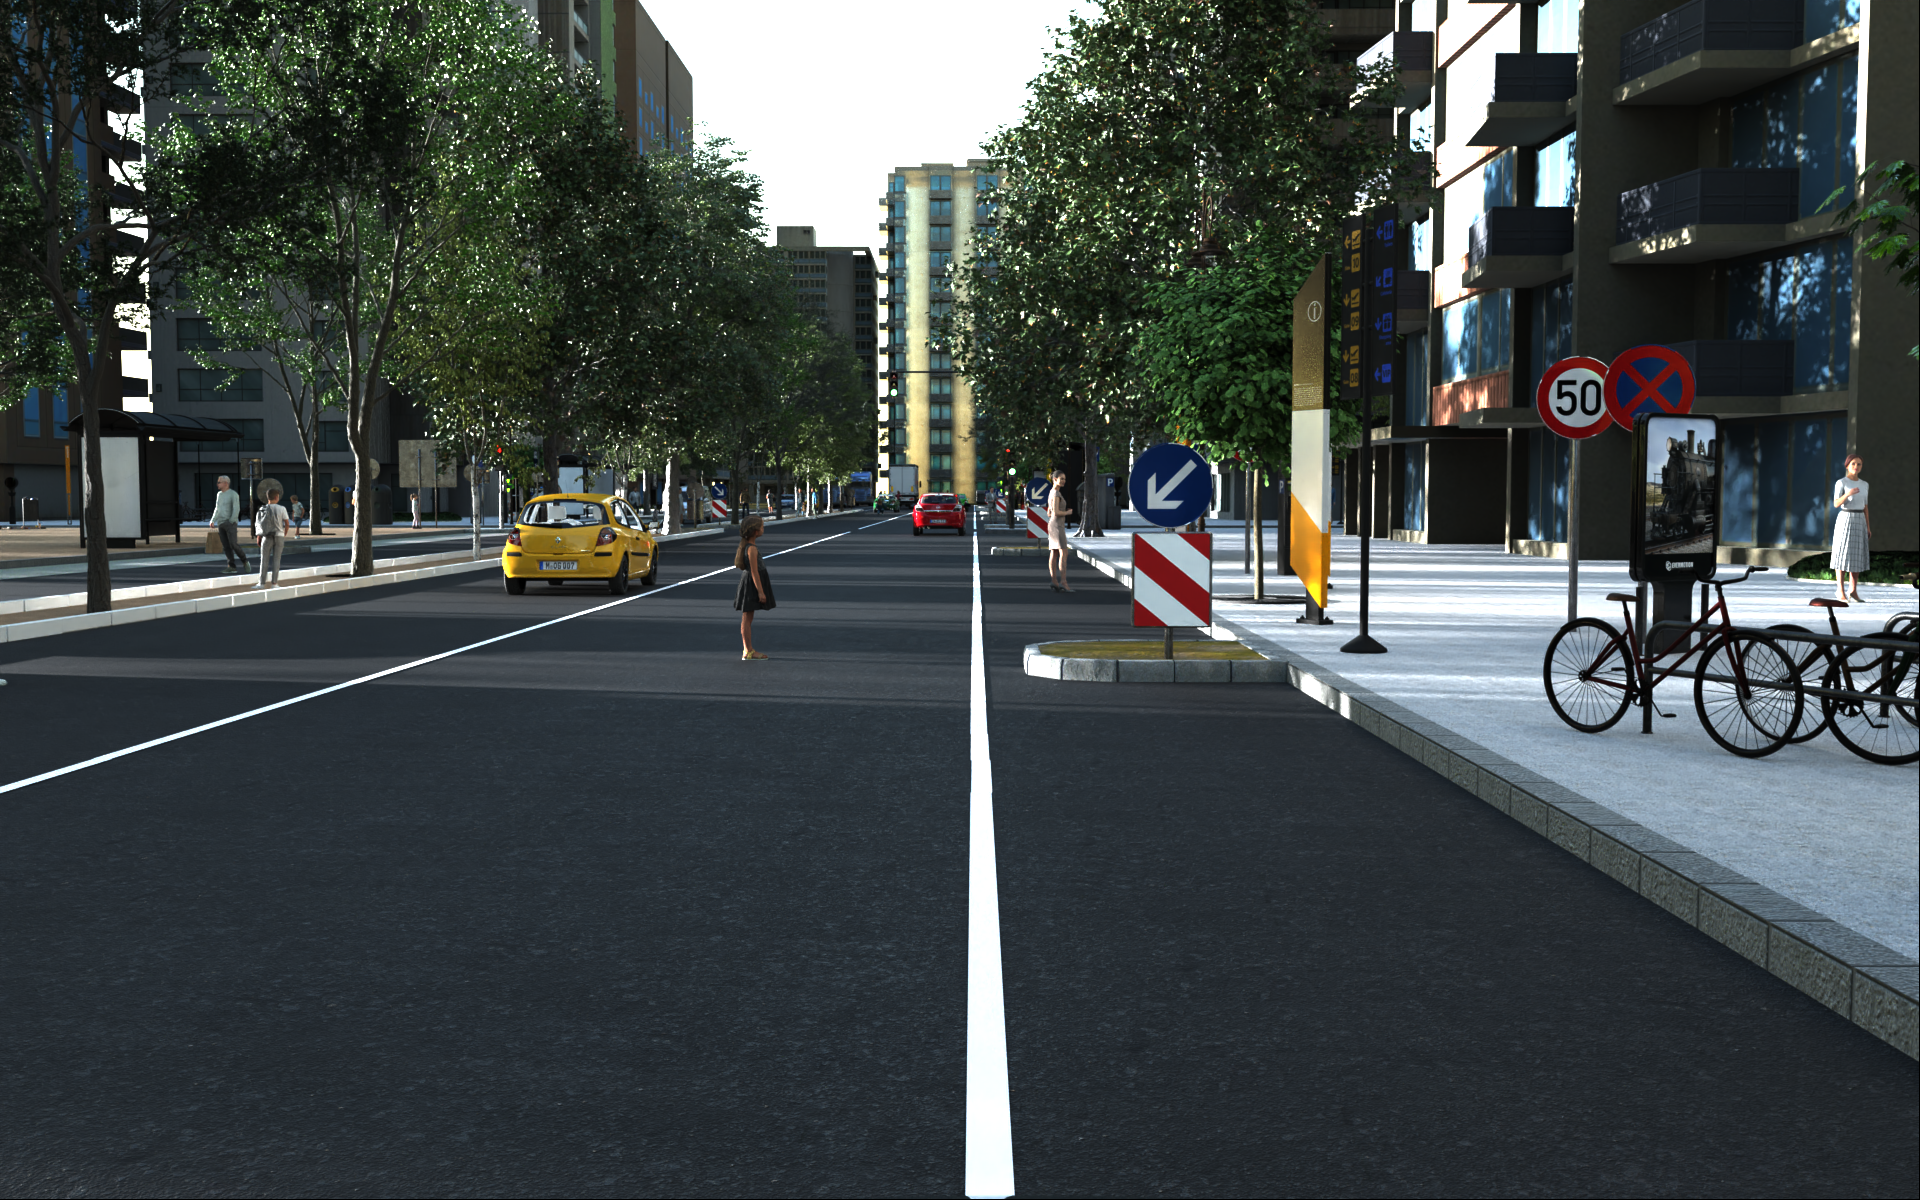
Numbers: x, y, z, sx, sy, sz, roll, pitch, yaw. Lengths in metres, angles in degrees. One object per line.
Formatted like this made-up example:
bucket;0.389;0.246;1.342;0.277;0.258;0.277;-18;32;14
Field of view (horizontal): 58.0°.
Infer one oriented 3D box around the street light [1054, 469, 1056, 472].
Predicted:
street light;3.988;-6.098;72.489;0.468;5.910;1.993;0;4;0

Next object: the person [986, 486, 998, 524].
person;1.580;-4.565;83.342;0.606;1.804;0.583;-2;4;-35

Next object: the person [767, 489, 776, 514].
person;-13.798;-7.208;126.714;0.716;1.782;0.532;-1;4;-14

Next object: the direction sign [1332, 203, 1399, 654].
direction sign;3.285;-1.345;13.989;0.379;3.537;0.876;-1;4;-15

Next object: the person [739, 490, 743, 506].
person;-23.836;-11.173;189.164;0.568;1.767;0.683;-2;4;-32

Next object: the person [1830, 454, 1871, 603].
person;10.572;-0.847;20.455;0.480;1.755;0.524;-1;4;-12

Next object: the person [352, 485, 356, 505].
person;-20.408;-3.167;58.825;0.512;1.701;0.522;2;4;23

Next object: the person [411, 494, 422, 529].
person;-20.032;-3.272;63.812;0.394;1.301;0.425;-2;4;-25

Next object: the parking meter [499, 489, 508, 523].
parking meter;-20.168;-4.163;76.469;0.372;1.533;0.369;0;3;0

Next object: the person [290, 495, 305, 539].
person;-18.995;-2.382;49.668;0.352;1.250;0.332;-2;4;-33

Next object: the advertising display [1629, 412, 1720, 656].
advertising display;5.740;-0.532;13.919;0.974;1.923;0.123;-2;4;-33

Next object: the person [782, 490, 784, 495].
person;-20.202;-11.670;197.572;0.721;1.743;1.217;1;4;17

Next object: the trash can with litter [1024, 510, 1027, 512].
trash can with litter;5.188;-7.116;127.398;1.678;1.210;2.233;1;4;14

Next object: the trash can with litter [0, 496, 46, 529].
trash can with litter;-34.531;-3.208;63.505;1.678;1.210;2.233;3;5;44

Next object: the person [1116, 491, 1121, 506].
person;10.433;-6.651;114.969;0.590;1.801;0.661;-1;4;-14

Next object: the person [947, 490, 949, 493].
person;-1.260;-10.201;175.268;1.348;1.826;0.705;2;4;27

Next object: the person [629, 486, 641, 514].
person;-16.991;-5.024;90.486;0.661;1.843;0.795;-2;4;-24

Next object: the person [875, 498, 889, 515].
person;-5.311;-6.330;117.501;1.012;1.151;0.738;0;4;-3

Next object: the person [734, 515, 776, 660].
person;-1.782;-0.116;15.059;0.373;1.253;0.362;-1;4;-9

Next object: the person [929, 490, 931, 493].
person;-3.050;-10.189;175.109;1.348;1.822;0.705;-2;4;-27

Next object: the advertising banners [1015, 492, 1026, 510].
advertising banners;5.121;-8.862;141.078;2.074;3.025;0.090;3;4;36

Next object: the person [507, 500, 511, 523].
person;-20.428;-4.079;77.754;0.505;1.210;0.382;-1;4;-22

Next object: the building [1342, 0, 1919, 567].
building;21.569;-23.600;40.480;22.147;44.769;28.867;0;4;0

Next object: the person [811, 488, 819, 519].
person;-8.220;-5.476;98.379;0.444;1.785;0.601;0;4;4

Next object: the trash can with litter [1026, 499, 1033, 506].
trash can with litter;5.310;-6.866;123.638;1.055;1.170;0.624;-2;4;-26

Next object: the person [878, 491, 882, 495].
person;-7.643;-9.644;166.855;0.551;1.740;0.621;2;4;24

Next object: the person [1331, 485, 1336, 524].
person;15.884;-4.171;74.259;0.654;1.822;0.581;-3;4;-38

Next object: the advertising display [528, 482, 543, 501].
advertising display;-18.843;-4.427;77.602;0.974;1.923;0.123;-3;4;-36

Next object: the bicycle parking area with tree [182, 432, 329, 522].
bicycle parking area with tree;-35.140;-5.840;82.488;9.016;4.147;8.231;-2;4;-29

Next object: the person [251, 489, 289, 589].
person;-10.370;-0.913;26.015;0.523;1.515;0.503;3;5;39

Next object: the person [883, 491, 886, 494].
person;-8.320;-11.221;191.979;1.348;1.822;0.705;0;4;5

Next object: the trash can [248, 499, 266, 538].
trash can;-20.652;-2.419;51.199;0.748;1.137;0.748;0;3;0

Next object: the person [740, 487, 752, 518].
person;-12.725;-5.790;103.071;0.656;1.842;0.836;-2;4;-32

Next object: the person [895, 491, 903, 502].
person;-5.770;-9.244;160.363;1.217;1.743;0.721;3;4;36

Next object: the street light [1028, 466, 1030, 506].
street light;4.380;-8.366;109.567;0.468;5.910;1.993;0;4;0

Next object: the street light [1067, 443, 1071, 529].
street light;4.009;-5.552;63.555;0.468;5.910;1.993;0;4;0

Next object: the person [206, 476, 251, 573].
person;-13.339;-1.377;31.495;0.782;1.767;0.515;2;4;29

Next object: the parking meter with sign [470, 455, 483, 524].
parking meter with sign;-21.304;-4.889;76.203;0.543;3.016;1.738;-1;4;-12

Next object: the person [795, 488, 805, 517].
person;-9.785;-6.000;106.586;0.794;1.824;0.713;1;4;20

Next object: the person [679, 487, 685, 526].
person;-12.526;-4.164;77.331;0.466;1.731;0.760;0;4;7

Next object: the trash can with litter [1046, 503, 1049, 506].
trash can with litter;4.897;-4.540;85.279;2.233;1.210;1.678;0;4;-3

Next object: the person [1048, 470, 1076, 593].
person;1.475;-1.010;25.360;0.374;1.781;0.599;0;4;-7

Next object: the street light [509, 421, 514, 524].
street light;-18.943;-6.131;73.028;0.468;5.910;1.993;0;4;0

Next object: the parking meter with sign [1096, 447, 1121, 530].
parking meter with sign;5.268;-4.082;63.006;0.543;3.016;1.738;-2;4;-28

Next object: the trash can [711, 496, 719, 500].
trash can;-18.251;-7.167;128.837;0.748;1.137;0.748;0;3;0

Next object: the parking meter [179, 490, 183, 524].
parking meter;-33.464;-4.016;74.076;0.372;1.533;0.369;0;3;0

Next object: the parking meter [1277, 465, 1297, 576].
parking meter;5.203;-1.325;27.377;0.255;1.863;0.399;-1;4;-10

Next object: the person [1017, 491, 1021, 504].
person;7.531;-13.248;223.095;0.683;1.767;0.568;3;4;37

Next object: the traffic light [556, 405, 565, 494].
traffic light;-14.808;-5.961;72.131;4.771;5.953;1.251;0;4;0

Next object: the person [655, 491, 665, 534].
person;-10.424;-3.243;61.367;0.795;1.843;0.661;-1;4;-22

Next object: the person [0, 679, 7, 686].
person;-7.503;-0.217;12.804;0.760;1.731;0.466;-2;4;-24

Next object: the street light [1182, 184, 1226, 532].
street light;3.674;-3.269;26.236;0.468;5.910;1.993;0;4;0
